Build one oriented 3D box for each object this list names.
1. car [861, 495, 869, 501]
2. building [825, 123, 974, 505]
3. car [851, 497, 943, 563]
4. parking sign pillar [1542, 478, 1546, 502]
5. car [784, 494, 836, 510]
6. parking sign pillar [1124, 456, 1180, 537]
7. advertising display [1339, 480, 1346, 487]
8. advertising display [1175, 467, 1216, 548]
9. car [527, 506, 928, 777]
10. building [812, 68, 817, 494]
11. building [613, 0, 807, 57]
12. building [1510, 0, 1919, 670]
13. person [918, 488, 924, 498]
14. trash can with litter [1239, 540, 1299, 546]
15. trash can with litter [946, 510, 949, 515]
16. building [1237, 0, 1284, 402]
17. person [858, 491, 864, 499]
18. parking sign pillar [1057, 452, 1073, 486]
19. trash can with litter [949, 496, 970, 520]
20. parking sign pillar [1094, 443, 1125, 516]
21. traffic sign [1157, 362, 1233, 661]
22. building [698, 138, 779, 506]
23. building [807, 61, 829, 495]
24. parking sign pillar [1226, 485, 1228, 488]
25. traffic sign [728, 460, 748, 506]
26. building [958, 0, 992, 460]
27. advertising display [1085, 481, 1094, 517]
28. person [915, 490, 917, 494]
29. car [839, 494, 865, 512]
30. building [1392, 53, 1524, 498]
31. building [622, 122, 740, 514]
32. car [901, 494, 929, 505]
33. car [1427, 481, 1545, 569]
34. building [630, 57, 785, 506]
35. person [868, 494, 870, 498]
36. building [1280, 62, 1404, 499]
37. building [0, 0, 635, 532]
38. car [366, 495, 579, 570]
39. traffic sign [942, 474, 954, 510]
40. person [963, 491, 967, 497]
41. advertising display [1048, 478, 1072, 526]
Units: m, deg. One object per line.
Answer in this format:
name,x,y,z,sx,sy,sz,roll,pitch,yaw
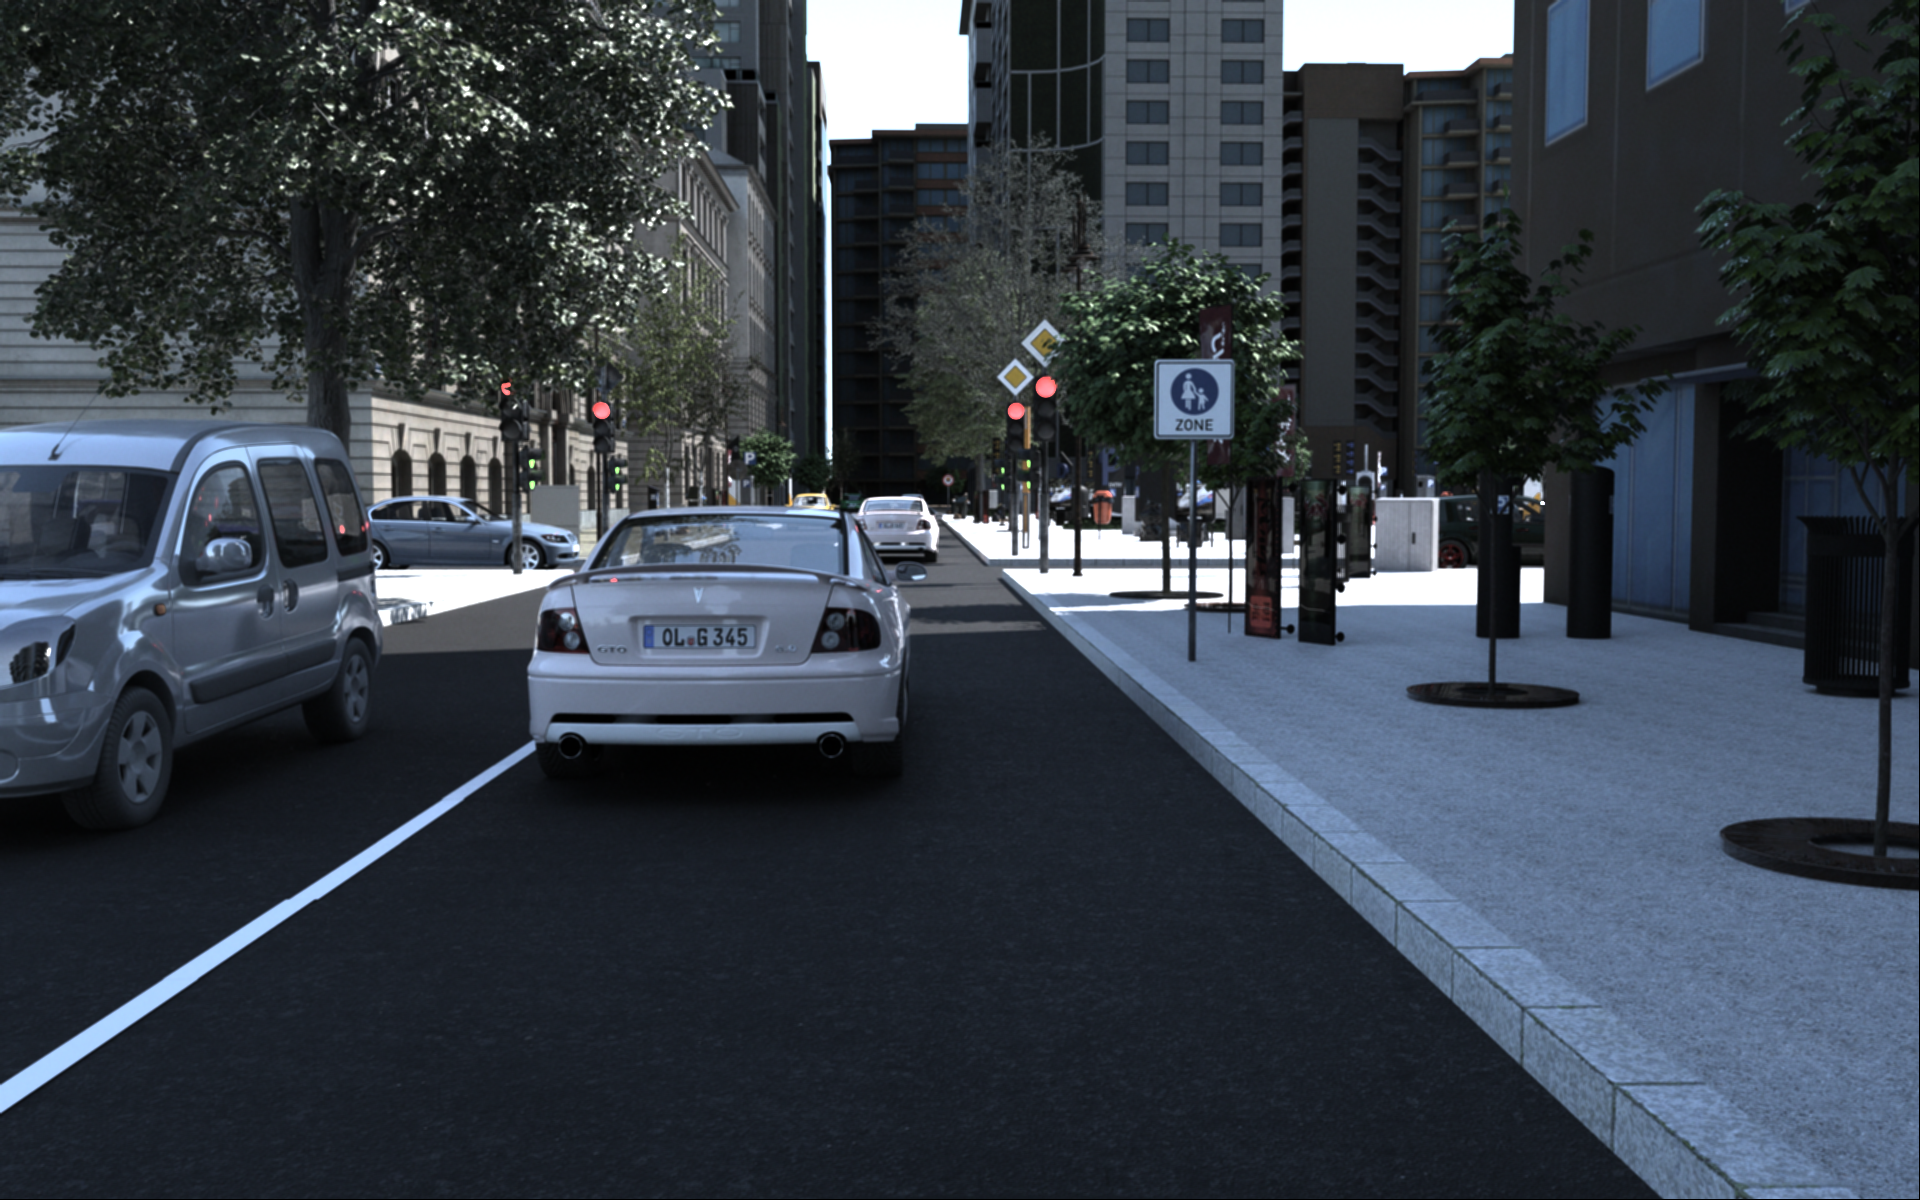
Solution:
car,-8.962,-8.783,156.182,1.945,1.354,3.894,0,4,-1
building,-2.796,-33.806,207.345,28.867,44.769,22.147,0,4,-2
car,-1.405,-1.545,37.629,2.083,1.381,4.827,0,4,0
parking sign pillar,30.541,-6.144,88.924,1.447,3.967,1.447,-3,5,-42
car,-5.900,-3.575,68.669,2.015,1.641,3.980,0,4,0
parking sign pillar,5.967,-3.900,52.231,1.447,3.967,1.447,-1,4,-13
advertising display,17.377,-4.498,78.758,0.123,1.923,0.974,1,4,23
advertising display,5.645,-2.223,41.565,0.974,1.923,0.123,2,4,24
car,-1.230,0.134,10.163,2.083,1.381,4.827,0,4,-1
building,-20.766,-29.210,161.175,14.154,41.232,14.086,0,4,-2
building,-19.003,-27.428,132.041,14.154,41.232,14.086,0,4,-2
building,13.648,-22.174,12.660,14.600,45.320,14.200,0,4,-2
person,-2.632,-6.377,112.784,0.705,1.822,1.348,2,4,31
trash can with litter,8.172,-1.999,43.741,1.678,1.210,2.233,-1,4,-15
trash can with litter,-0.506,-5.871,107.370,0.624,1.170,1.055,-3,5,-40
building,11.213,-42.053,125.817,20.563,71.187,20.611,0,4,-2
person,-8.756,-8.617,150.120,1.217,1.736,0.721,3,5,40
parking sign pillar,6.628,-7.392,109.337,1.447,3.967,1.447,-2,4,-28
trash can with litter,0.043,-4.661,87.592,0.624,1.170,1.055,1,4,22
parking sign pillar,6.301,-5.165,72.921,1.447,3.967,1.447,-2,4,-33
traffic sign,1.781,-0.679,13.238,0.606,2.300,0.079,0,4,2
building,-15.992,-15.349,100.111,9.793,20.994,18.267,0,4,-2
building,-20.891,-32.207,176.689,14.200,45.320,14.600,0,4,-2
parking sign pillar,13.352,-6.249,90.642,1.447,3.967,1.447,-1,4,-12
traffic sign,-8.215,-3.900,63.867,0.768,2.556,0.104,0,4,1
building,14.565,-35.586,171.067,28.713,52.752,27.495,0,4,-2
advertising display,6.873,-5.109,88.745,0.974,1.923,0.123,1,4,12
person,-4.491,-10.415,178.802,0.705,1.822,1.348,-1,4,-19
car,-8.031,-7.352,129.008,1.959,1.807,4.718,0,4,-2
building,57.718,-31.842,175.240,28.867,44.769,22.147,0,4,-2
building,-16.541,-13.259,81.406,10.561,19.102,19.286,0,4,-2
car,-2.851,-5.593,103.451,2.014,1.417,4.499,0,4,0
car,9.995,-1.313,31.252,4.222,1.686,2.009,0,3,0
building,-19.598,-21.197,118.278,14.160,30.474,14.107,0,4,-2
person,-9.353,-10.112,177.087,0.557,1.426,1.065,2,4,23
building,36.111,-32.262,177.600,14.200,45.320,14.600,0,4,-2
building,-18.339,-14.352,53.733,14.460,24.649,34.723,0,4,-2
car,-9.209,-1.190,31.463,4.499,1.417,2.014,0,4,-1
traffic sign,-0.752,-6.803,111.327,0.768,2.556,0.104,0,4,4
person,0.635,-11.154,190.865,0.705,1.824,1.348,3,5,44
advertising display,4.002,-3.918,69.280,0.974,1.923,0.123,-1,4,-11
